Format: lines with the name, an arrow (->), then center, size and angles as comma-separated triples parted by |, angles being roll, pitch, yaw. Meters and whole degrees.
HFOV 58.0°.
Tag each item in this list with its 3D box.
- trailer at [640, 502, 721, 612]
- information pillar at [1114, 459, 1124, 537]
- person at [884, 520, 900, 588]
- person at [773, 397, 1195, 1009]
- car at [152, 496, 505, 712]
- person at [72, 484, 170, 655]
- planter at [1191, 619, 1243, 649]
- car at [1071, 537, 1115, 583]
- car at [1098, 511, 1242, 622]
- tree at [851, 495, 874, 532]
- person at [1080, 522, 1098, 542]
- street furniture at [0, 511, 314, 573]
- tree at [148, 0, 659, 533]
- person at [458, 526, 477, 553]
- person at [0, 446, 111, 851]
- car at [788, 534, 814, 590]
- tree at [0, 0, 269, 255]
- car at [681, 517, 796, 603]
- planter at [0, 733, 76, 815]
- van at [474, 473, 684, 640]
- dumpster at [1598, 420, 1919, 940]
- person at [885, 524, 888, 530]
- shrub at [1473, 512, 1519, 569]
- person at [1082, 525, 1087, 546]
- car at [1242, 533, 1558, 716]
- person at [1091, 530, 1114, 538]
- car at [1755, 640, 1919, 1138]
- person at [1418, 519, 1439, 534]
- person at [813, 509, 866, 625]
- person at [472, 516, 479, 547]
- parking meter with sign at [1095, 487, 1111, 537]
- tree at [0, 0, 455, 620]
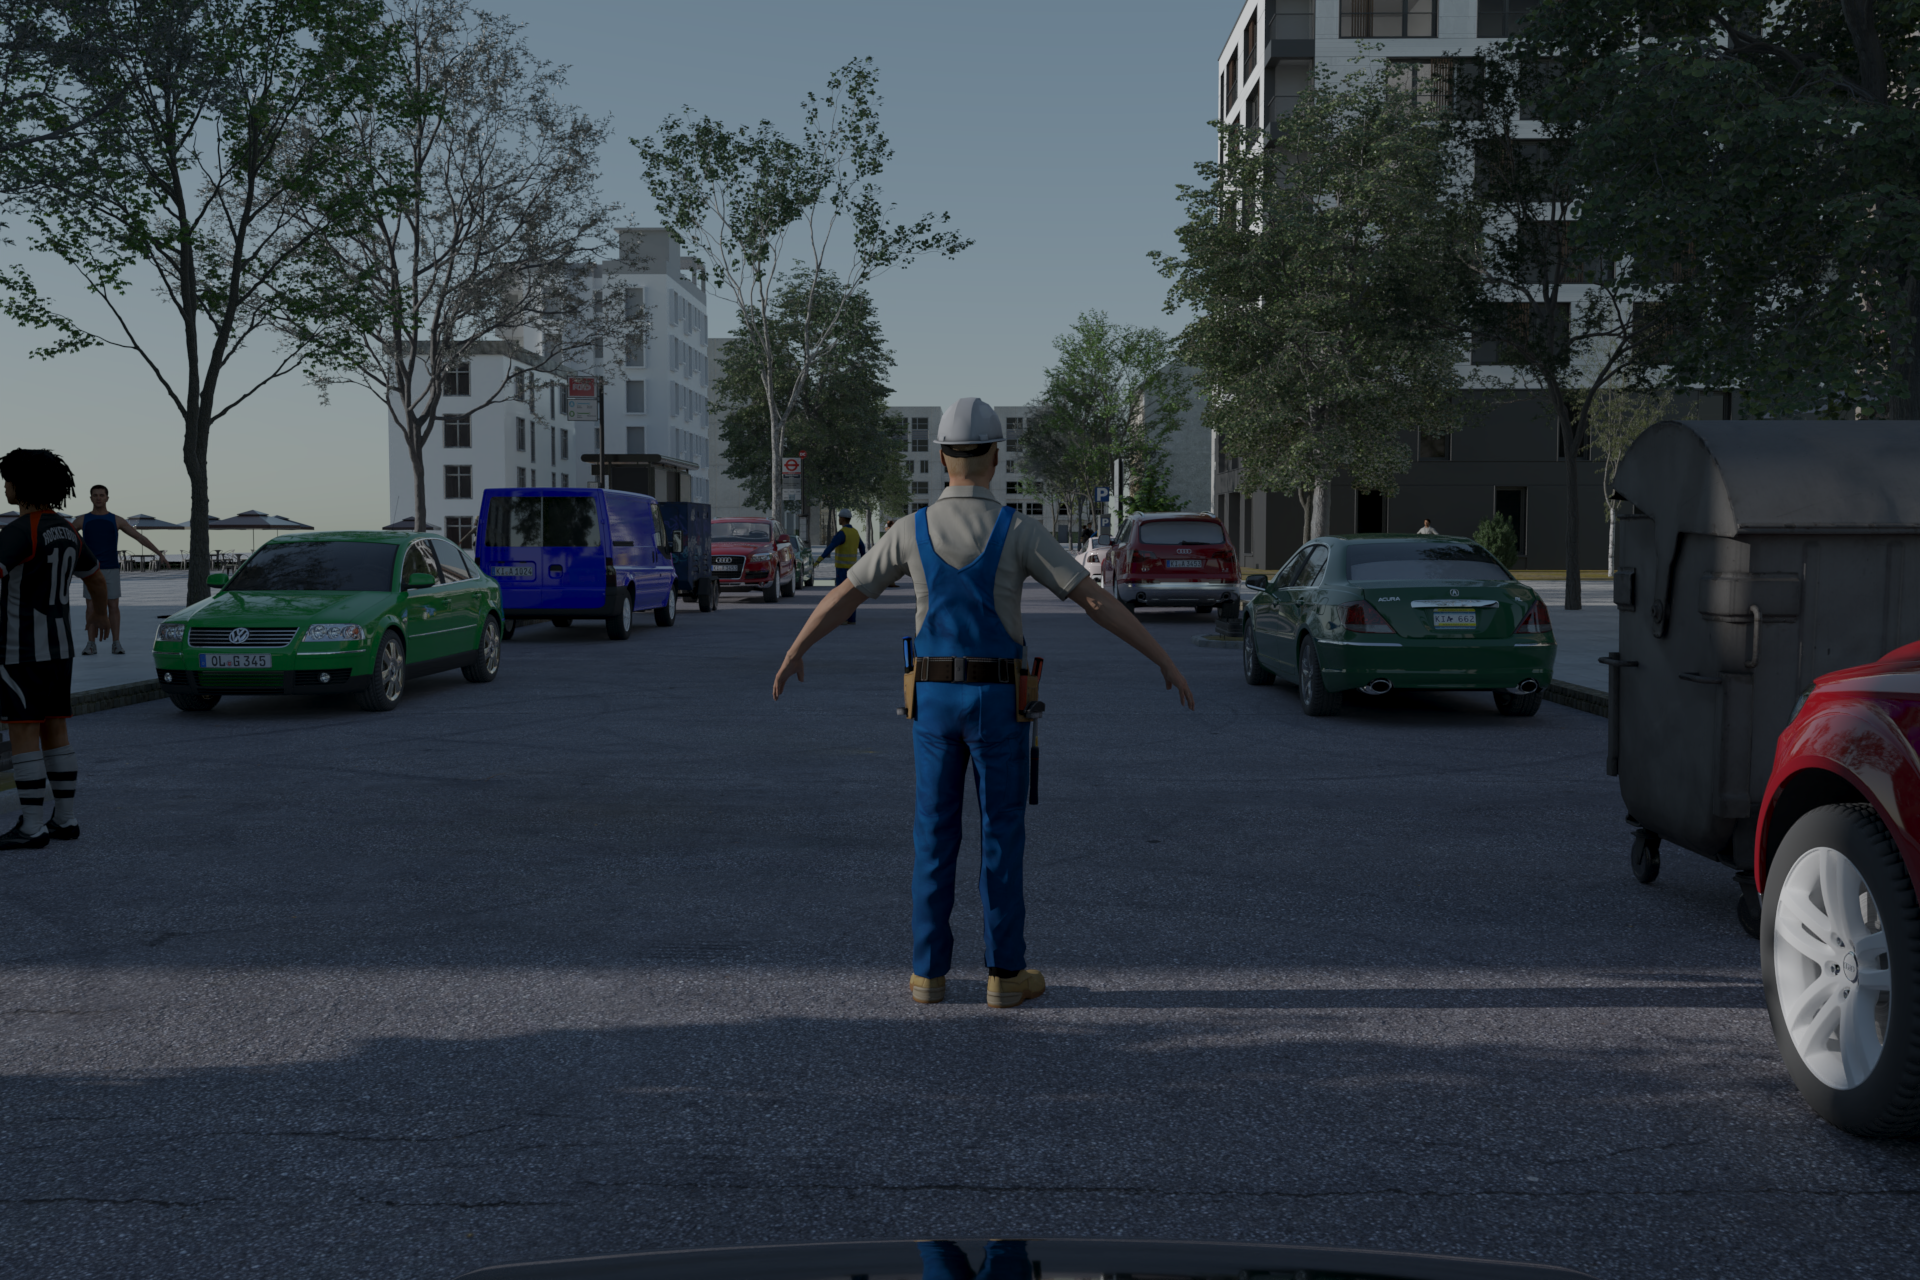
trailer -> -5.277, -1.487, 31.366 | 1.471, 1.999, 3.904 | 0, 4, 1
information pillar -> 5.036, -3.892, 54.942 | 0.184, 3.620, 1.656 | 0, 4, 1
person -> -1.841, -2.310, 46.498 | 0.705, 1.796, 1.348 | -2, 4, -31
person -> 0.037, 0.182, 5.330 | 1.347, 1.847, 0.705 | 1, 4, 14
car -> -5.432, -0.404, 15.400 | 1.959, 1.807, 4.718 | 0, 4, 1
person -> -9.152, -0.752, 18.458 | 1.345, 1.807, 0.704 | -1, 4, -23
planter -> 4.037, -0.082, 22.480 | 1.991, 0.319, 1.994 | 0, 4, 0
car -> 4.022, -2.058, 46.009 | 2.083, 1.381, 4.827 | 0, 4, 0
car -> 3.567, -1.297, 29.885 | 2.281, 1.827, 5.304 | 0, 4, 1
tree -> -13.389, -17.859, 242.350 | 4.737, 8.622, 4.395 | 0, 3, 0
person -> 5.964, -4.499, 79.496 | 1.347, 1.837, 0.705 | -3, 5, -41
street furniture -> -31.060, -3.301, 59.002 | 14.083, 1.986, 27.439 | 1, 4, 11
tree -> -11.507, -7.720, 36.588 | 12.009, 13.543, 11.850 | 0, 3, 0
person -> -15.933, -3.139, 57.454 | 1.348, 1.813, 0.705 | -2, 4, -27
person -> -4.277, 0.039, 7.971 | 0.704, 1.843, 1.345 | 0, 4, 7
car -> -4.948, -2.102, 46.173 | 2.131, 1.459, 4.920 | 0, 4, 1
tree -> -11.209, -6.442, 15.695 | 12.009, 13.543, 11.850 | 0, 3, 0
car -> -4.791, -1.789, 37.917 | 2.281, 1.827, 5.304 | 0, 4, 1
planter -> -5.884, 0.737, 9.090 | 1.991, 0.319, 1.994 | 0, 4, 0
van -> -5.400, -1.266, 25.082 | 2.240, 2.365, 5.245 | 0, 4, 1
dumpster -> 3.528, 0.100, 6.581 | 1.865, 1.857, 1.264 | 0, 3, 0
person -> -2.261, -2.695, 52.978 | 0.721, 1.772, 1.216 | 1, 4, 21
shrub -> 18.253, -3.362, 59.016 | 1.661, 2.075, 1.752 | 0, 3, 0
person -> 6.380, -4.941, 87.502 | 0.721, 1.740, 1.216 | -1, 4, -9
car -> 3.639, -0.198, 15.043 | 2.131, 1.459, 4.920 | 0, 4, 0
person -> 5.622, -3.778, 68.232 | 1.216, 1.772, 0.721 | 1, 4, 19
car -> 3.071, 0.377, 2.508 | 2.281, 1.827, 5.304 | 0, 4, 1
person -> 16.043, -3.264, 59.550 | 1.347, 1.806, 0.705 | 3, 4, 36
person -> -1.834, -1.160, 27.392 | 0.705, 1.833, 1.349 | 2, 4, 32
person -> -15.009, -2.949, 54.002 | 0.705, 1.856, 1.354 | -1, 4, -10
parking meter with sign -> 5.267, -4.108, 63.434 | 0.543, 3.016, 1.738 | 0, 4, 0
tree -> -11.494, -6.133, 26.030 | 9.928, 11.665, 9.643 | 0, 3, 0
